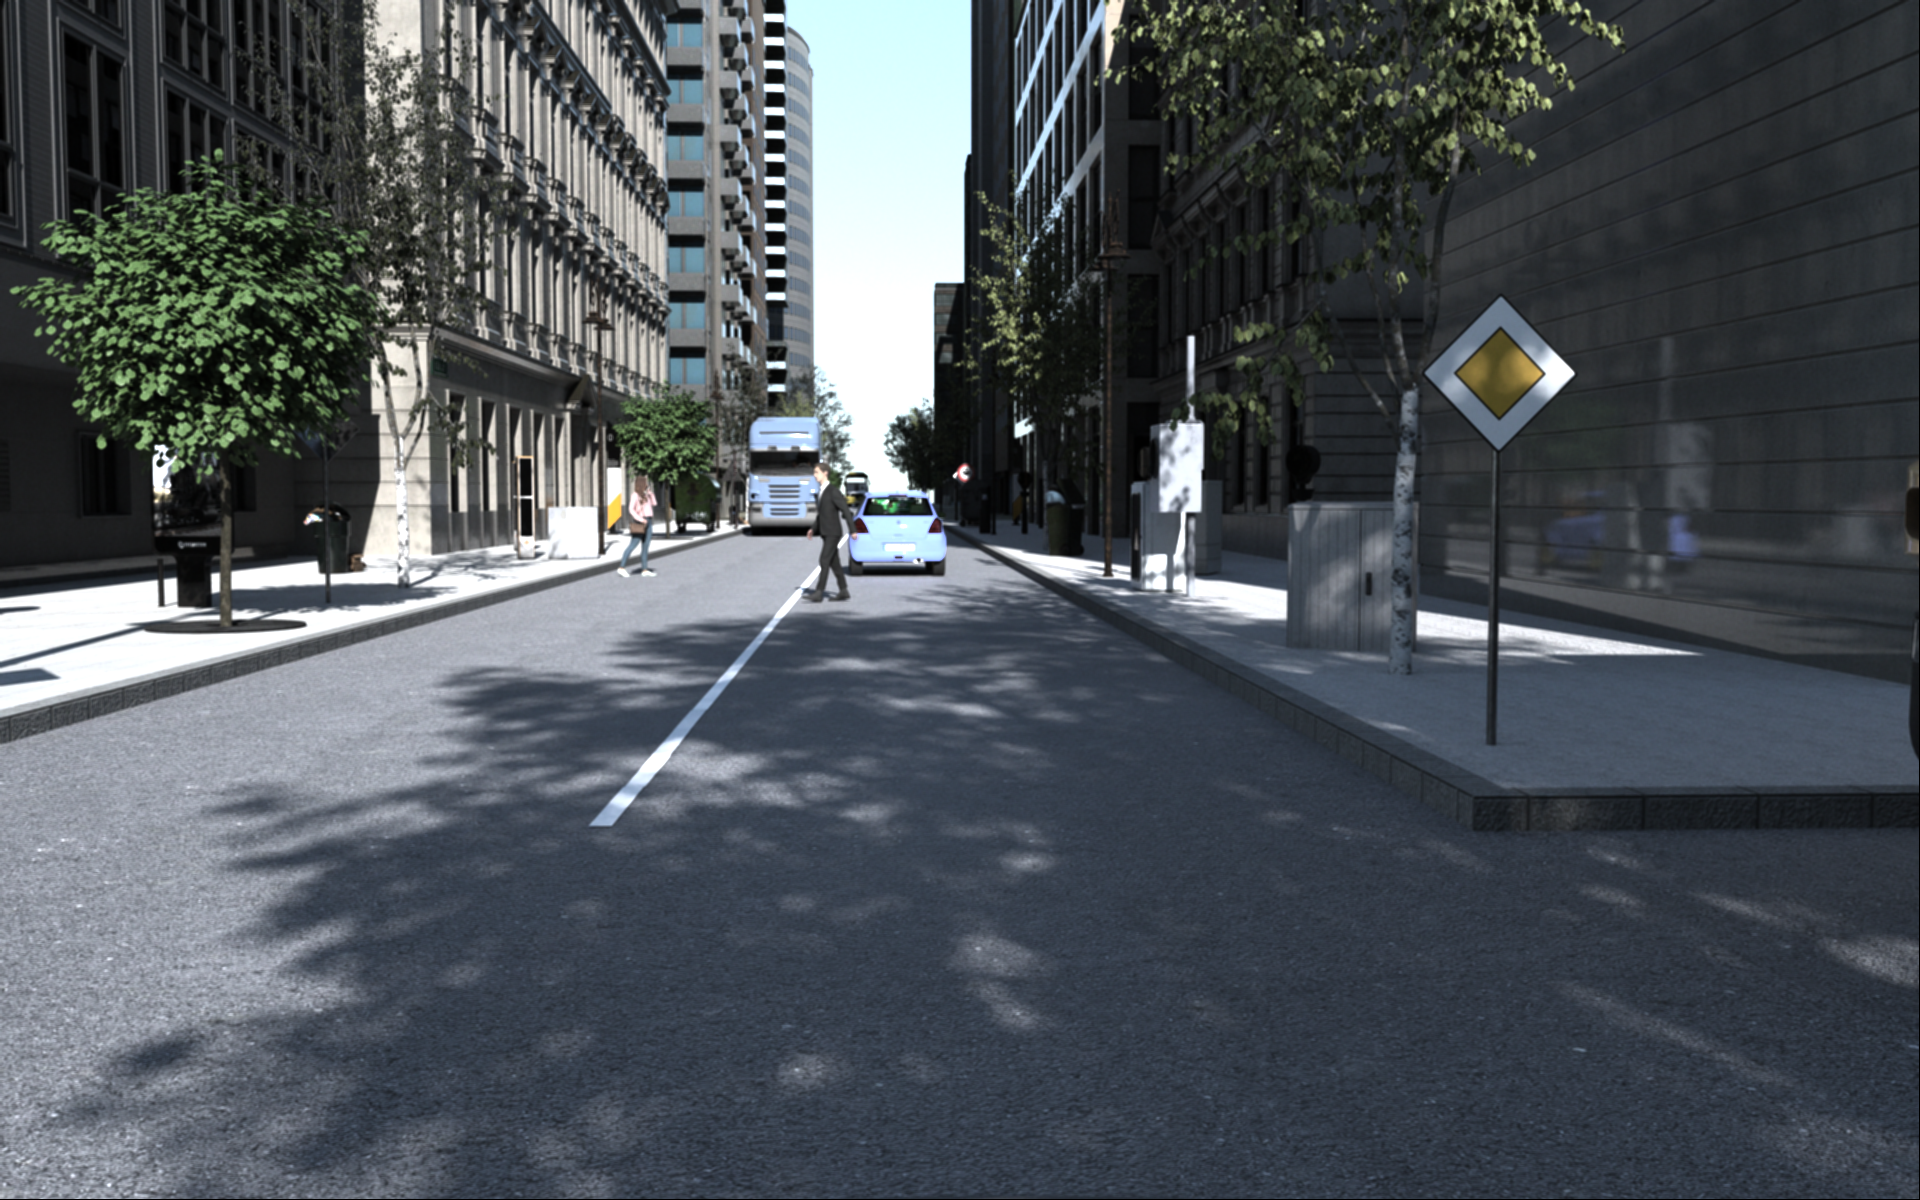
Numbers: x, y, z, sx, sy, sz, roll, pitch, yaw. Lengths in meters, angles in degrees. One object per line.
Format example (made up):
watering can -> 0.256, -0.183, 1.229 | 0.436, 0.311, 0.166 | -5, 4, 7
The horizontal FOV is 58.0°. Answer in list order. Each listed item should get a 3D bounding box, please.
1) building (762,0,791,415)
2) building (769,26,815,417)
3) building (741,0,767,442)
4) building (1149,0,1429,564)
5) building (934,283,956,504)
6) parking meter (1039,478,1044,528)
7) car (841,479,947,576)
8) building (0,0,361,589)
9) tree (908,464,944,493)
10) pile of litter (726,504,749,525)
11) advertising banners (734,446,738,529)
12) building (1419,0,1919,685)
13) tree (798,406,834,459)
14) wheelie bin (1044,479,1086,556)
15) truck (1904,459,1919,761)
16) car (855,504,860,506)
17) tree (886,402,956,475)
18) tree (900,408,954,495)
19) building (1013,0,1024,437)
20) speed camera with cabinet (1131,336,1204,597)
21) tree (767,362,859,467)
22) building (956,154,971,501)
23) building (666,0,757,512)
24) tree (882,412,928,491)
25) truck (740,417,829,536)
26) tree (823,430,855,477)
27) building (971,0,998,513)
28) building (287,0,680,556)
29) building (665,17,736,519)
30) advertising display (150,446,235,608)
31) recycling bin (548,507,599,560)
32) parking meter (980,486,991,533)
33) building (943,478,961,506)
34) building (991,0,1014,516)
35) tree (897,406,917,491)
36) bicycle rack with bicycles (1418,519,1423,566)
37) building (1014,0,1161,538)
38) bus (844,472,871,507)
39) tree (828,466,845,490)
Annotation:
building -> -28.118, -53.262, 183.512 | 22.319, 86.520, 31.000 | 0, 4, -3
building -> -29.158, -41.138, 214.607 | 21.231, 58.520, 28.212 | 0, 4, -3
building -> -23.570, -30.207, 143.988 | 14.600, 45.320, 14.200 | 0, 4, -3
building -> 10.657, -10.749, 40.371 | 10.561, 19.102, 19.286 | 0, 4, -3
building -> 3.372, -28.441, 236.713 | 14.160, 30.474, 14.107 | 0, 4, -3
parking meter -> 3.079, -3.618, 64.865 | 0.255, 1.863, 0.399 | 0, 4, 3
car -> -1.189, -1.345, 31.586 | 1.945, 1.707, 3.694 | 0, 4, -4
building -> -18.275, -13.962, 21.789 | 14.314, 27.812, 24.014 | 0, 4, -3
tree -> -3.285, -11.227, 167.279 | 4.285, 4.588, 4.351 | 0, 3, 0
pile of litter -> -9.320, -3.628, 73.279 | 1.176, 0.858, 1.719 | 0, 4, -3
advertising banners -> -8.305, -4.156, 64.139 | 0.090, 3.025, 2.074 | 0, 4, -5
building -> 20.859, -14.618, 16.494 | 29.804, 29.767, 11.434 | 0, 4, -3
tree -> -12.835, -11.933, 145.472 | 4.360, 8.622, 3.978 | 0, 3, 0
wheelie bin -> 2.153, -1.714, 35.940 | 0.693, 1.594, 0.980 | 2, 4, 33
truck -> 8.248, -0.986, 5.031 | 11.283, 4.237, 2.839 | 0, 4, -1
car -> -11.483, -11.852, 203.558 | 2.009, 1.686, 4.222 | 0, 4, -4
tree -> -4.033, -14.786, 176.165 | 7.601, 10.594, 8.767 | -1, 4, -20
tree -> -2.777, -11.971, 146.085 | 4.360, 8.622, 3.978 | 0, 3, 0
building -> 9.766, -25.076, 93.586 | 14.154, 41.232, 14.086 | 0, 4, -3
speed camera with cabinet -> 2.655, -1.719, 22.439 | 0.660, 3.252, 2.038 | 0, 4, -4
tree -> -14.038, -15.251, 159.722 | 12.009, 13.543, 11.850 | 0, 3, 0
building -> 7.259, -23.154, 150.262 | 14.160, 30.474, 14.107 | 0, 4, -3
building -> -26.070, -30.694, 121.456 | 23.786, 49.044, 30.456 | 0, 4, -3
tree -> -6.402, -18.025, 220.461 | 9.928, 11.665, 9.643 | 0, 3, 0
truck -> -6.317, -4.689, 66.423 | 2.967, 4.110, 18.799 | 0, 4, -3
tree -> -17.840, -18.567, 237.976 | 7.601, 10.594, 8.767 | -3, 5, -44
building -> 11.293, -35.868, 128.443 | 21.231, 58.520, 28.212 | 0, 4, -3
building -> -19.838, -17.113, 56.210 | 17.030, 29.872, 44.131 | 0, 4, -3
building -> -29.019, -24.619, 94.395 | 32.217, 40.220, 23.993 | 0, 4, -3
advertising display -> -8.683, -0.880, 19.596 | 0.974, 1.923, 0.123 | 1, 4, 11
recycling bin -> -7.601, -1.314, 34.031 | 0.722, 1.027, 0.722 | 3, 5, 41
parking meter -> 0.823, -2.944, 56.547 | 0.372, 1.533, 0.369 | 0, 3, 0
building -> 14.181, -32.170, 217.860 | 32.217, 40.220, 23.993 | 0, 4, -3
building -> 9.374, -27.979, 107.574 | 14.600, 45.320, 14.200 | 0, 4, -3
tree -> -0.431, -8.750, 93.422 | 4.737, 8.622, 4.395 | 0, 3, 0
bicycle rack with bicycles -> 8.433, -0.897, 28.053 | 2.852, 0.926, 2.925 | 2, 4, 31
building -> 13.006, -16.070, 67.262 | 19.350, 26.468, 34.151 | 0, 4, -3
bus -> -11.530, -12.312, 192.855 | 2.896, 3.916, 12.252 | 0, 4, -4
tree -> -15.215, -13.507, 204.547 | 4.285, 4.588, 4.351 | 0, 3, 0
